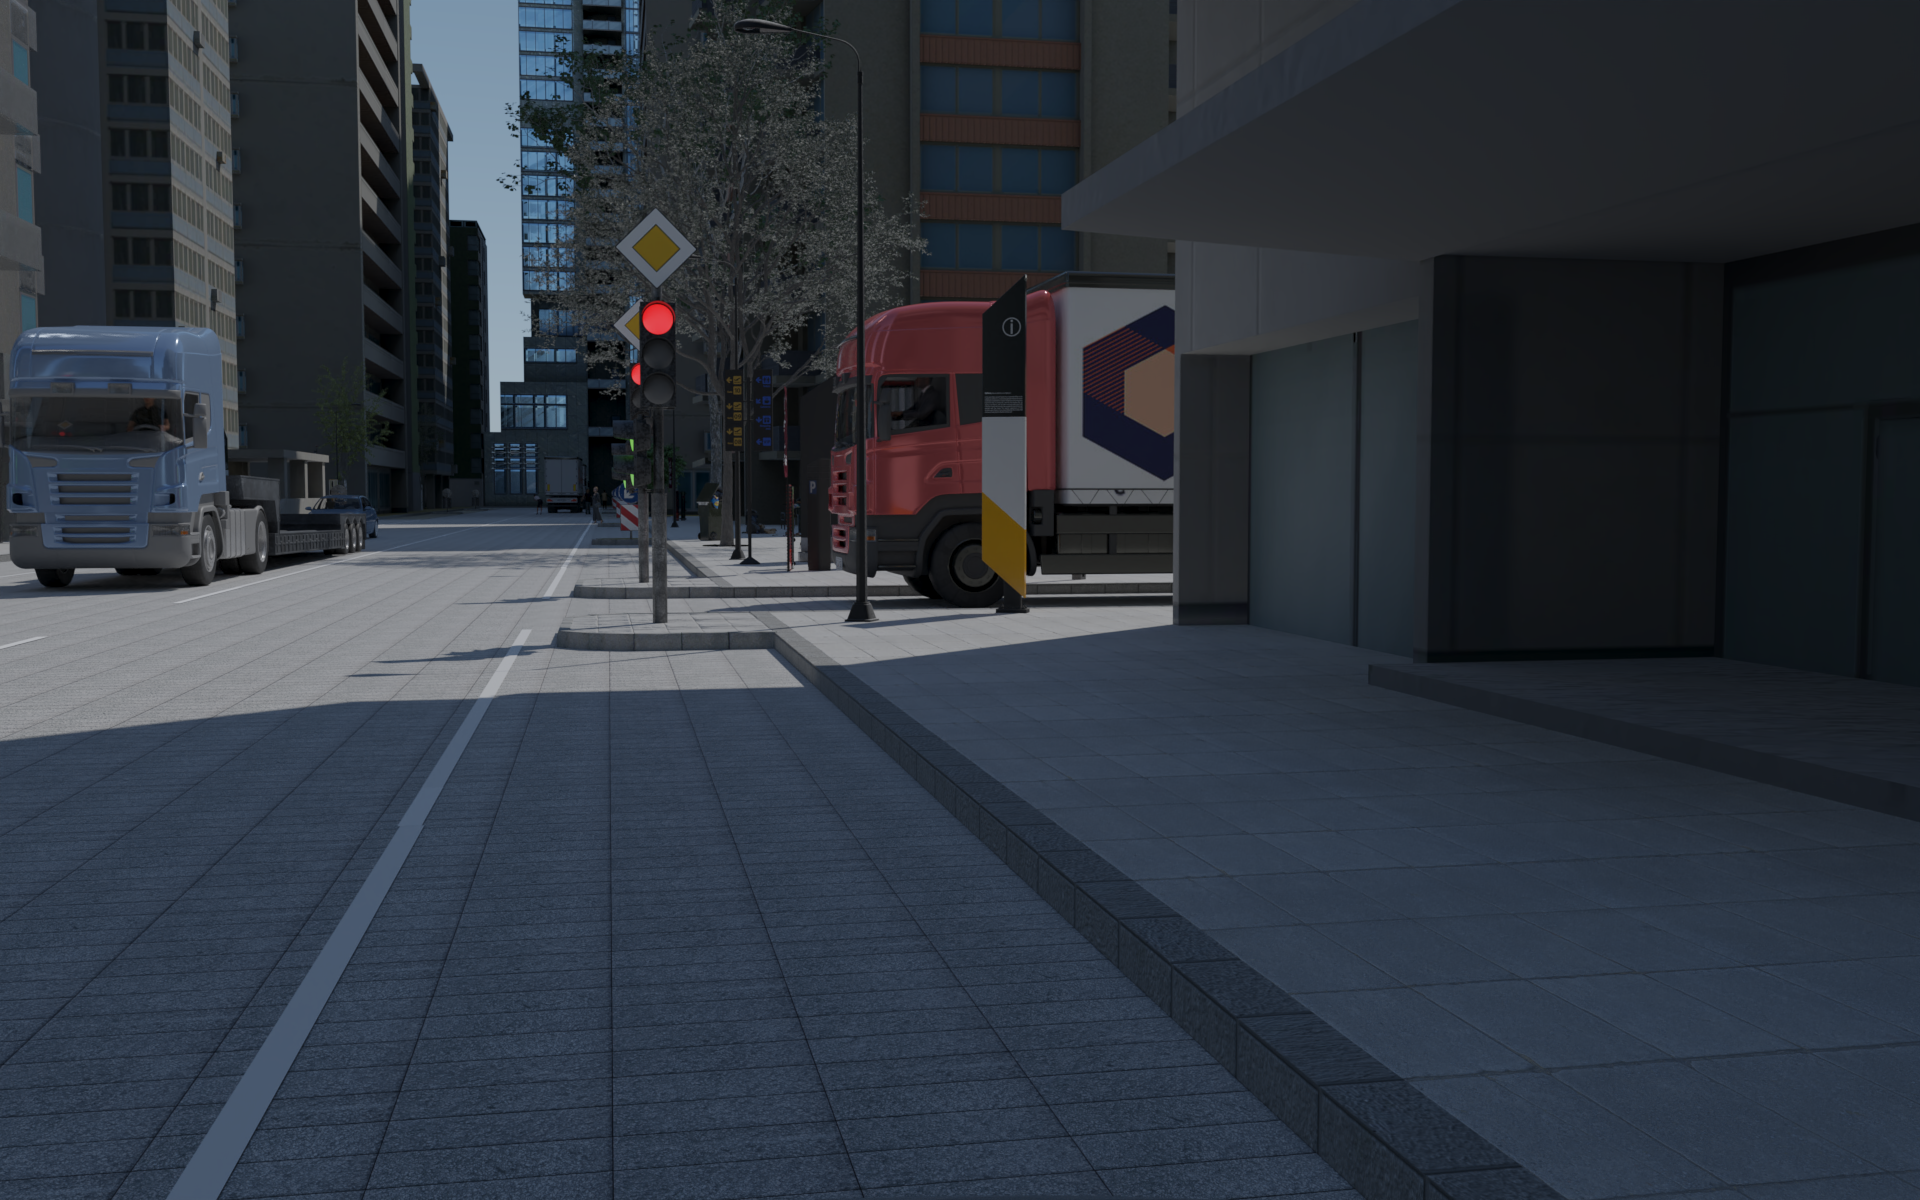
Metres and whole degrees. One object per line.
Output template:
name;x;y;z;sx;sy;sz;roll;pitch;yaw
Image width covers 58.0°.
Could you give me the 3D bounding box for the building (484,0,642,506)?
building;-36.208;-53.701;190.679;31.000;86.520;22.319;-1;4;-11

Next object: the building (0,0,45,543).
building;-33.131;-25.335;33.844;23.786;49.044;30.456;-1;4;-11

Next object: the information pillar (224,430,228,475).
information pillar;-25.370;-4.185;59.782;0.183;3.616;0.504;0;4;-6

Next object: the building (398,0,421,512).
building;-46.624;-26.856;122.697;14.154;41.232;14.086;-1;4;-11

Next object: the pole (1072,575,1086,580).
pole;1.786;-1.961;25.907;0.158;3.312;0.155;0;3;0

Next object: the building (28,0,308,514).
building;-42.985;-23.004;67.993;32.217;40.220;23.993;-1;4;-11

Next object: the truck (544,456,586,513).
truck;-30.621;-8.899;134.407;2.839;4.237;11.283;-1;4;-10

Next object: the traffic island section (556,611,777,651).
traffic island section;-2.965;0.307;17.262;2.009;0.180;2.903;-1;4;-11

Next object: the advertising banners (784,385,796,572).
advertising banners;-2.848;-1.997;28.837;0.090;3.025;2.074;0;4;-2

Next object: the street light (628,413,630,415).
street light;-18.198;-7.728;98.890;1.470;5.913;1.316;-1;4;-11

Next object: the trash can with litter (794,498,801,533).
trash can with litter;-5.015;-2.778;56.805;0.624;1.170;1.055;2;4;23

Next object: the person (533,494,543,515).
person;-29.422;-6.665;120.661;0.799;1.438;0.628;0;4;3

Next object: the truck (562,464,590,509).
truck;-36.727;-10.731;164.360;2.839;4.237;11.283;-1;4;-11

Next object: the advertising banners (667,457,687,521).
advertising banners;-13.545;-5.298;82.808;0.090;3.025;2.074;1;4;15

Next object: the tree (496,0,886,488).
tree;-8.931;-12.327;57.434;12.611;20.169;13.585;0;3;0

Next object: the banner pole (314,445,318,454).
banner pole;-32.629;-5.981;87.814;0.401;3.779;0.863;-1;4;-8

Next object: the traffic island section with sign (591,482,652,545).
traffic island section with sign;-9.496;-2.492;49.374;1.989;1.847;2.006;-1;4;-11

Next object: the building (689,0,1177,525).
building;-1.138;-26.054;80.606;22.147;44.769;28.867;-1;4;-11

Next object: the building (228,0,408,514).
building;-45.882;-29.374;103.969;21.300;48.544;21.600;-1;4;-11

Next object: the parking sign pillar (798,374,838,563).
parking sign pillar;-2.373;-2.721;32.956;1.447;3.967;1.447;0;4;0

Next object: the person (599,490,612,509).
person;-31.996;-9.018;156.041;1.348;1.812;0.705;1;4;12

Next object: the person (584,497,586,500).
person;-33.212;-8.910;154.180;0.705;1.824;1.348;-2;4;-29

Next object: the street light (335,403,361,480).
street light;-31.339;-7.104;88.696;1.470;5.913;1.316;-1;4;-11

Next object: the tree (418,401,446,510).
tree;-42.524;-11.347;135.888;4.360;8.622;3.978;0;3;0

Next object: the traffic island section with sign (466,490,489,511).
traffic island section with sign;-41.792;-8.622;149.595;1.989;1.847;2.006;-1;4;-11

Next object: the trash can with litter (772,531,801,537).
trash can with litter;-4.735;-2.535;52.510;2.233;1.210;1.678;3;5;41

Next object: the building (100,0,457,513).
building;-57.452;-28.181;152.633;23.993;40.220;32.217;-1;4;-11

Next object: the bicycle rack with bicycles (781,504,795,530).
bicycle rack with bicycles;-5.475;-3.061;63.434;2.852;0.926;2.925;-1;4;-8

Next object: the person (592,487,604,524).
person;-17.537;-4.568;83.613;0.576;1.772;0.534;2;4;35

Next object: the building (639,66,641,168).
building;-15.343;-36.628;140.868;21.231;58.520;28.212;-1;4;-11

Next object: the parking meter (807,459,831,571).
parking meter;-2.365;-1.425;29.013;0.255;1.863;0.399;-3;4;-38

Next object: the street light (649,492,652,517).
street light;-11.489;-5.732;66.266;1.470;5.913;1.316;-1;4;-11

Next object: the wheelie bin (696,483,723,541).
wheelie bin;-6.838;-2.439;47.779;0.693;1.594;0.980;-3;5;-42

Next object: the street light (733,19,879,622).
street light;-1.524;-2.733;17.226;1.470;5.913;1.316;-1;4;-11

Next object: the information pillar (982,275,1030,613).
information pillar;0.491;-1.669;18.648;0.504;3.616;0.183;1;4;13

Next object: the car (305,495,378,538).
car;-19.642;-2.631;55.025;2.014;1.417;4.499;-1;4;-10

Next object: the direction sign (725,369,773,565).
direction sign;-3.838;-2.418;31.538;0.876;3.537;0.379;0;4;6

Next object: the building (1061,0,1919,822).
building;15.379;-25.470;5.666;28.713;52.752;27.495;-1;4;-11

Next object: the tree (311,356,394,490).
tree;-33.094;-8.761;93.600;4.737;8.622;4.395;0;3;0

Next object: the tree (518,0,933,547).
tree;-5.604;-8.056;42.091;12.009;13.543;11.850;0;3;0

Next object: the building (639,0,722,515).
building;-10.472;-30.145;116.568;21.300;48.544;21.600;-1;4;-11

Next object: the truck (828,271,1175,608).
truck;3.266;-2.112;23.443;11.283;4.237;2.839;-1;4;-13

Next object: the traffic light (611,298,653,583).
traffic light;-4.595;-2.205;24.966;0.839;4.253;0.868;-1;4;-11

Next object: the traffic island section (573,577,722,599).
traffic island section;-4.554;-0.172;25.088;2.009;0.180;2.903;-1;4;-11

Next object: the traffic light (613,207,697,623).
traffic light;-3.006;-1.726;17.140;0.839;4.253;0.868;-1;4;-11

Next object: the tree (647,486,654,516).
tree;-18.182;-6.552;101.730;1.663;3.219;1.824;0;3;0

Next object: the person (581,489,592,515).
person;-26.088;-6.913;121.543;0.705;1.822;1.348;3;4;37

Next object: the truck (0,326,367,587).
truck;-14.213;-2.684;33.637;2.967;4.110;18.799;-1;4;-11

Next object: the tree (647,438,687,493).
tree;-16.759;-6.865;95.954;4.285;4.588;4.351;0;3;0

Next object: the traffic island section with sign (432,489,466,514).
traffic island section with sign;-36.435;-7.006;123.175;1.989;1.847;2.006;-1;4;-11

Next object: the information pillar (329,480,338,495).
information pillar;-31.639;-5.077;87.502;0.304;2.012;0.304;1;4;22

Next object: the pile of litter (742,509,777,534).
pile of litter;-6.528;-2.589;56.291;1.176;0.858;1.719;0;4;-3

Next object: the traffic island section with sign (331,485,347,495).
traffic island section with sign;-26.354;-3.969;73.521;1.989;1.847;2.006;-1;4;-11

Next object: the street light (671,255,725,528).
street light;-4.876;-3.736;33.623;1.470;5.913;1.316;-1;4;-11

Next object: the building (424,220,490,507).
building;-57.346;-25.166;183.158;14.107;30.474;14.160;-1;4;-11
